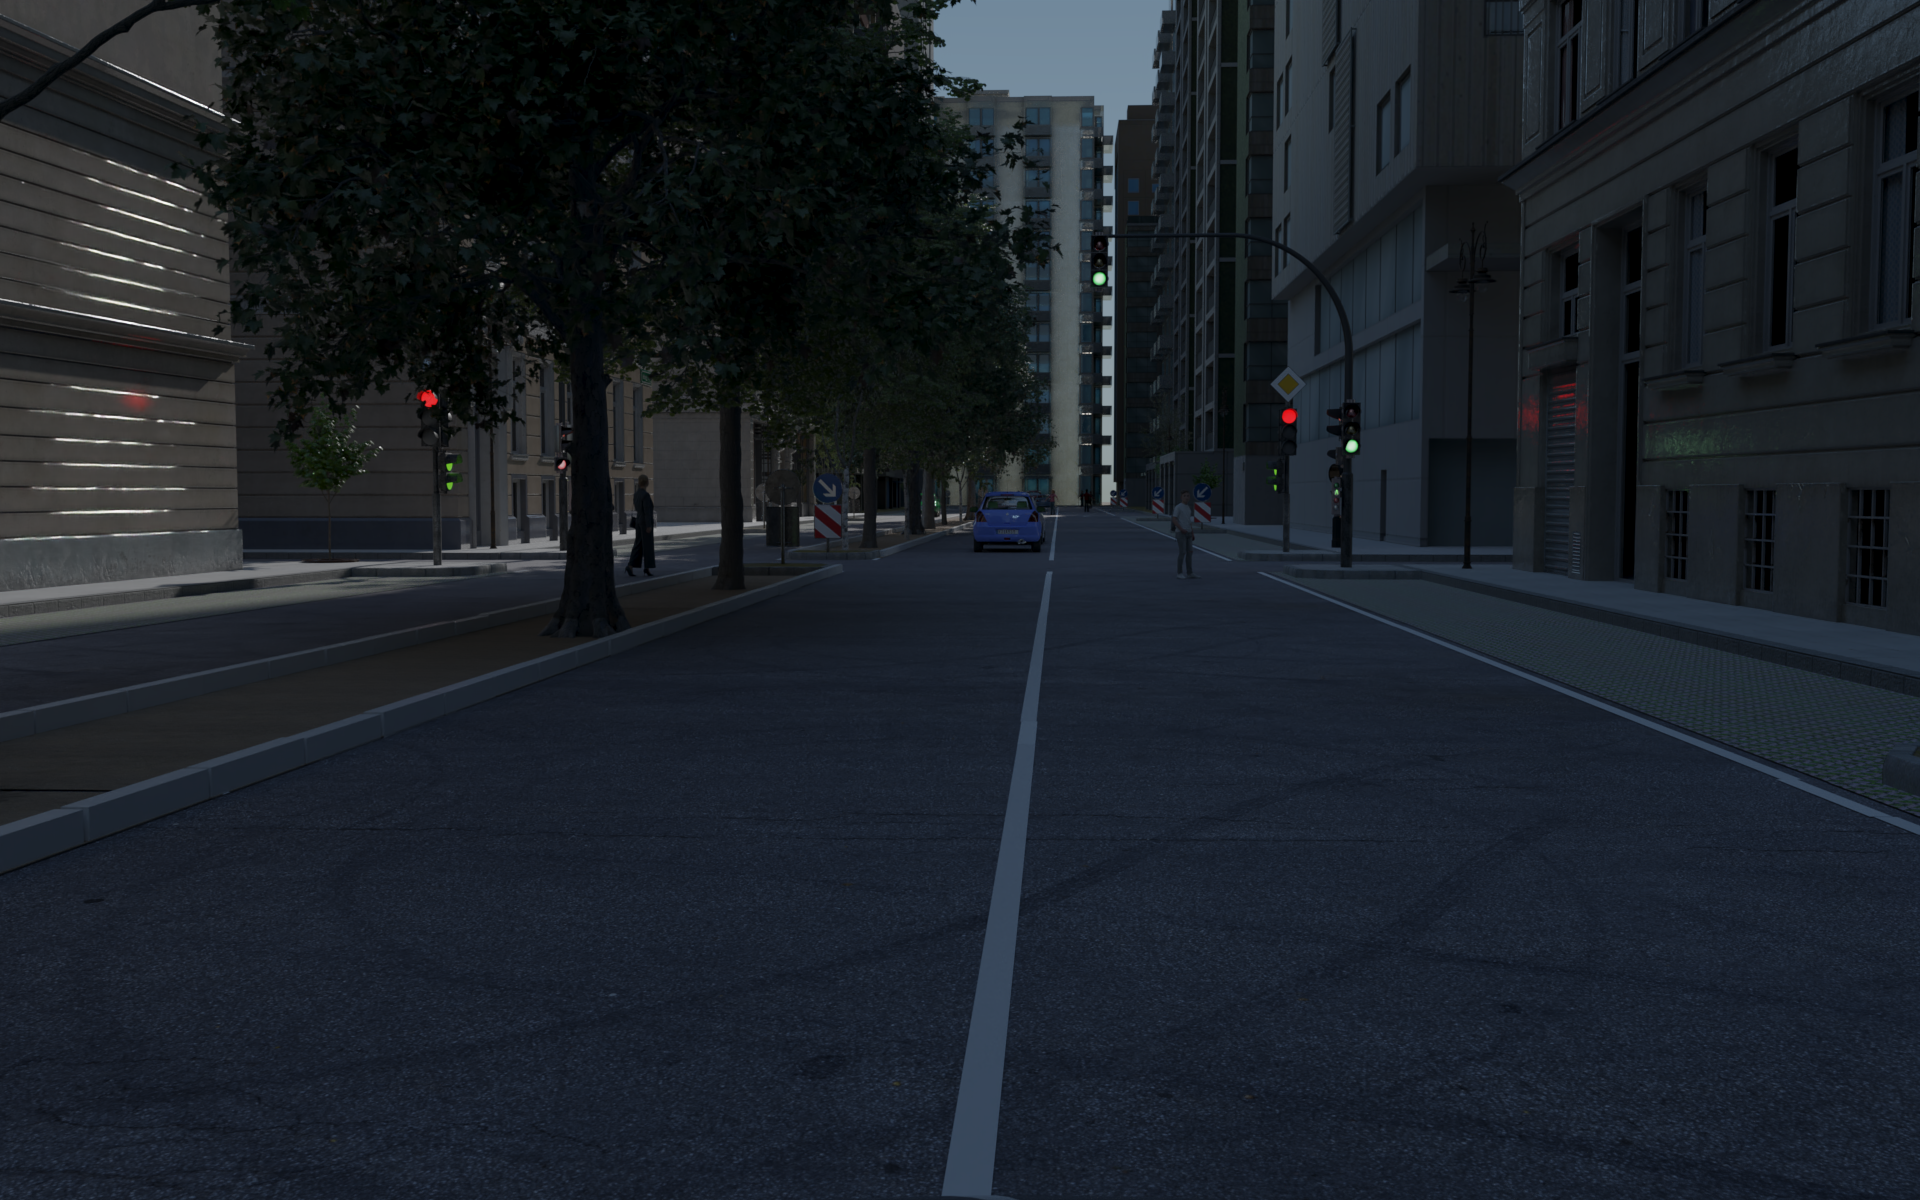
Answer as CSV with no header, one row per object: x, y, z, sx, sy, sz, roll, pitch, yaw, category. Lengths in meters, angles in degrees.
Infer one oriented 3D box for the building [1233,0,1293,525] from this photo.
19.154,-18.673,76.999,14.160,30.474,14.107,0,4,3,building

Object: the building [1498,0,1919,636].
15.892,-11.075,14.365,16.112,22.955,30.059,0,4,3,building

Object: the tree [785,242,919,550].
-2.659,-5.336,40.055,4.360,8.622,3.978,0,3,0,tree

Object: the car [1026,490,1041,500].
7.694,-10.558,181.299,2.281,1.827,5.304,0,4,2,car

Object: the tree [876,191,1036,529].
-1.343,-9.882,70.683,9.857,13.997,8.962,0,3,0,tree

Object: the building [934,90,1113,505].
2.915,-35.997,208.157,30.456,49.044,23.786,0,4,3,building

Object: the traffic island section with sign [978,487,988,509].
1.462,-6.447,113.543,2.006,1.907,1.989,0,4,3,traffic island section with sign

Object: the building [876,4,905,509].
-12.345,-30.584,150.152,14.600,45.320,14.200,0,4,3,building

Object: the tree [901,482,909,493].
-4.524,-10.261,162.375,1.663,3.219,1.824,0,3,0,tree

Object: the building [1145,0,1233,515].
25.095,-42.410,131.650,20.563,71.187,20.611,0,4,3,building

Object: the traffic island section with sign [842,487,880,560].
-2.852,-1.859,38.528,2.006,1.907,1.989,0,4,3,traffic island section with sign

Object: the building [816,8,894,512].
-16.677,-28.996,128.708,22.147,44.769,28.867,0,4,3,building

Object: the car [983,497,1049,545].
1.538,-2.339,50.612,2.083,1.381,4.827,0,4,4,car

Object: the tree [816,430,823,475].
-7.895,-9.833,111.127,4.737,8.622,4.395,0,3,0,tree

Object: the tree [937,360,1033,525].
-0.676,-8.771,80.279,8.767,10.594,7.601,0,4,3,tree

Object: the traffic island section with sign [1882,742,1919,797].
5.499,0.040,7.976,1.989,1.847,2.006,0,4,3,traffic island section with sign

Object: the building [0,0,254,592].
-29.364,-12.562,24.467,34.723,24.649,14.460,0,4,3,building

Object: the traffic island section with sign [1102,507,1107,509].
14.664,-9.689,167.047,1.989,1.847,2.006,0,4,3,traffic island section with sign

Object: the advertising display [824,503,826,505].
-7.302,-5.453,94.373,0.123,1.923,0.974,-1,4,-11,advertising display

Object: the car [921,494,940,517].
-2.178,-6.032,107.425,1.959,1.807,4.718,0,4,2,car

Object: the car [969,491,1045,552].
1.197,-2.097,43.874,1.945,1.707,3.694,0,4,1,car

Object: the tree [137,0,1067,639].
-3.742,-5.986,17.331,9.611,12.733,9.660,0,3,0,tree

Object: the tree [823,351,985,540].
-1.610,-6.122,52.918,4.737,8.622,4.395,0,3,0,tree

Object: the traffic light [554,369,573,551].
-6.851,-3.935,39.003,4.771,5.953,1.251,0,4,3,traffic light

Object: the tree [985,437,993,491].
0.067,-8.180,86.564,4.737,8.622,4.395,0,3,0,tree

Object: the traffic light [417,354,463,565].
-9.404,-2.581,31.116,0.839,4.253,0.868,0,4,3,traffic light

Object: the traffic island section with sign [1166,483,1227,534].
8.691,-3.346,63.342,1.989,1.847,2.006,0,4,3,traffic island section with sign

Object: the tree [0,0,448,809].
-4.812,-4.853,7.557,9.928,11.665,9.643,0,3,0,tree

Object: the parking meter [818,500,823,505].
-9.101,-6.411,113.236,0.372,1.533,0.369,0,3,0,parking meter

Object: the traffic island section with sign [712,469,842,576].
-3.288,-1.407,31.133,2.006,1.907,1.989,0,4,3,traffic island section with sign

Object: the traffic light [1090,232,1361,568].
4.638,-3.395,30.184,4.771,5.953,1.251,0,4,3,traffic light

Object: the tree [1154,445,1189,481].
14.619,-8.079,115.810,4.285,4.588,4.351,0,3,0,tree

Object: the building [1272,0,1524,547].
23.987,-28.218,50.611,27.495,52.752,28.713,0,4,3,building

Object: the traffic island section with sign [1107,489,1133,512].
13.100,-8.038,140.047,1.989,1.847,2.006,0,4,3,traffic island section with sign

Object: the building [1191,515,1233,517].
22.716,-40.529,100.906,20.563,71.187,20.611,0,4,3,building

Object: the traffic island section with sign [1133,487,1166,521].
10.304,-5.066,91.463,1.989,1.847,2.006,0,4,3,traffic island section with sign

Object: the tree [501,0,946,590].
-3.510,-6.445,25.968,7.486,12.596,7.792,0,3,0,tree

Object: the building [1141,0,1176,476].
28.974,-32.927,157.967,23.786,49.044,30.456,0,4,3,building

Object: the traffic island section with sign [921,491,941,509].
-2.795,-8.084,140.797,1.989,1.847,2.006,0,4,3,traffic island section with sign

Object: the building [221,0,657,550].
-17.141,-16.095,49.059,13.634,28.700,20.117,0,4,3,building

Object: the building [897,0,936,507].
-13.578,-45.357,179.845,20.611,71.187,20.563,0,4,3,building

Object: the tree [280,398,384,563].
-12.001,-2.324,32.595,1.663,3.219,1.824,0,3,0,tree

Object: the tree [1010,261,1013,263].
-2.481,-7.667,45.947,7.486,12.596,7.792,0,3,0,tree

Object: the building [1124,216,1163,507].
24.186,-25.049,181.247,14.160,30.474,14.107,0,4,3,building

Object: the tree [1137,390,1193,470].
14.532,-10.411,120.588,4.360,8.622,3.978,0,3,0,tree

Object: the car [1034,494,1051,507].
7.979,-9.320,164.379,2.014,1.417,4.499,0,4,3,car

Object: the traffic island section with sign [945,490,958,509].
-1.192,-9.789,168.679,1.989,1.847,2.006,0,4,3,traffic island section with sign

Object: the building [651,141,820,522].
-13.734,-13.975,79.399,10.553,20.767,40.483,0,4,3,building

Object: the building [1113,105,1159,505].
25.307,-33.782,202.449,14.200,45.320,14.600,0,4,3,building

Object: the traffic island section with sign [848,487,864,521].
-5.616,-5.100,92.017,1.989,1.847,2.006,0,4,3,traffic island section with sign

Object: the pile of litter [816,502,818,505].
-9.265,-5.863,109.817,1.719,0.858,1.176,1,4,14,pile of litter

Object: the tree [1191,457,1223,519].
12.794,-5.868,90.545,1.663,3.219,1.824,0,3,0,tree

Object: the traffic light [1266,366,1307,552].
7.191,-3.013,38.177,0.839,4.253,0.868,0,4,3,traffic light

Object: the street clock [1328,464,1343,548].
9.011,-2.249,41.344,0.358,2.002,0.471,-1,4,-22,street clock

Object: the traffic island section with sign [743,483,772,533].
-7.231,-3.372,63.768,1.989,1.847,2.006,0,4,3,traffic island section with sign
